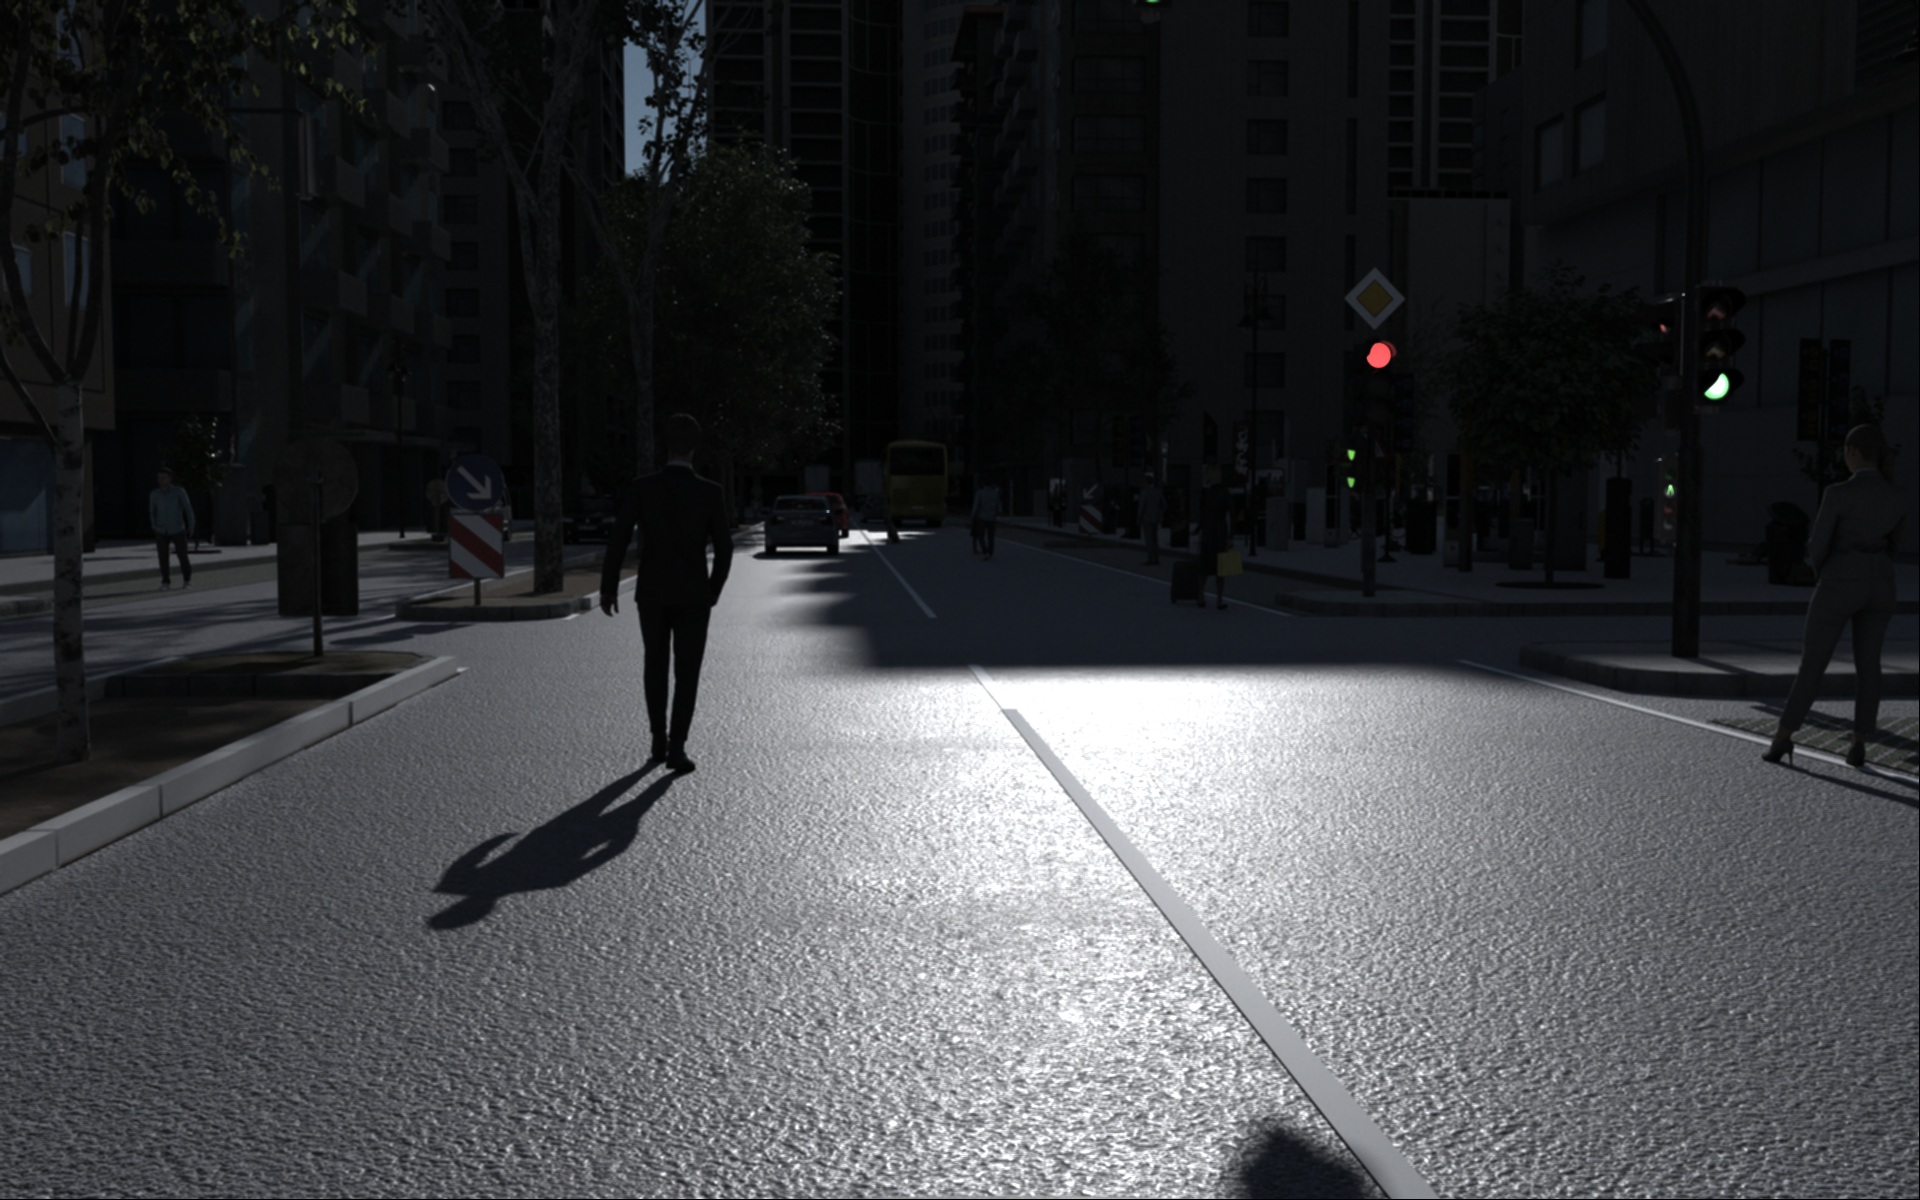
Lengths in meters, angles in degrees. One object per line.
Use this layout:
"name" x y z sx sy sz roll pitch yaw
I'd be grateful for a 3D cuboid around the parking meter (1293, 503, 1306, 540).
"parking meter" 9.406 -2.584 47.958 0.255 1.863 0.399 0 4 -6

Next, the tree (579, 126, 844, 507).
"tree" -8.594 -9.288 60.977 9.857 13.997 8.962 0 3 0

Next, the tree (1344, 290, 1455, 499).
"tree" 15.981 -6.816 61.810 4.360 8.622 3.978 0 3 0

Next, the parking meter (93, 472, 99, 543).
"parking meter" -22.681 -2.416 45.219 0.255 1.863 0.399 -1 4 -15

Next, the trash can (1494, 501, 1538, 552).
"trash can" 11.518 -1.471 35.700 0.748 1.137 0.748 0 3 0

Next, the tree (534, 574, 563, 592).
"tree" -7.290 -10.222 25.480 12.611 20.169 13.585 0 3 0

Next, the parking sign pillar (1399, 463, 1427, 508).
"parking sign pillar" 22.162 -5.886 84.705 1.447 3.967 1.447 -1 4 -11

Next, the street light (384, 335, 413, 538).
"street light" -16.331 -4.755 50.533 0.468 5.910 1.993 0 4 -4

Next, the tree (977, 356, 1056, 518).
"tree" 2.968 -8.682 92.310 4.360 8.622 3.978 0 3 0

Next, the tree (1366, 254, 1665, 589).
"tree" 8.108 -2.455 23.858 4.285 4.588 4.351 0 3 0

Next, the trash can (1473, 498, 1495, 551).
"trash can" 11.439 -1.567 37.273 0.748 1.137 0.748 0 3 0

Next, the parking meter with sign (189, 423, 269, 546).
"parking meter with sign" -18.148 -2.862 43.060 1.738 3.016 0.543 -3 5 -43

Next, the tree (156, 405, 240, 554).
"tree" -16.497 -2.631 37.620 1.663 3.219 1.824 0 3 0

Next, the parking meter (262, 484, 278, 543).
"parking meter" -18.076 -2.262 45.399 0.372 1.533 0.369 0 3 0

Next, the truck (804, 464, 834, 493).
"truck" -13.687 -10.915 167.371 2.839 4.237 11.283 0 4 -3

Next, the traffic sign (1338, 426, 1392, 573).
"traffic sign" 6.574 -1.724 28.199 0.884 2.594 0.081 0 4 -2

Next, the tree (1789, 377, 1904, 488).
"tree" 14.596 -2.045 28.032 1.663 3.219 1.824 0 3 0

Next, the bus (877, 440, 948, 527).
"bus" -2.158 -5.259 77.526 2.896 3.916 12.252 0 4 -4

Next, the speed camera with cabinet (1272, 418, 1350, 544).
"speed camera with cabinet" 9.107 -3.087 44.803 0.660 3.252 2.038 -3 5 -40

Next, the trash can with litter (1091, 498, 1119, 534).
"trash can with litter" 4.518 -2.671 55.052 1.055 1.170 0.624 0 4 1

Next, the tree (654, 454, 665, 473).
"tree" -21.564 -8.166 117.222 4.285 4.588 4.351 0 3 0

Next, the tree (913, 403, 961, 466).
"tree" -1.779 -11.601 140.031 4.360 8.622 3.978 0 3 0

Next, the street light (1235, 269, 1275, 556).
"street light" 6.068 -3.850 35.736 0.468 5.910 1.993 0 4 -4

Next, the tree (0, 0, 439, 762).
"tree" -4.782 -3.452 9.253 4.360 8.622 3.978 0 3 0

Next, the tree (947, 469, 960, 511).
"tree" -0.786 -8.371 131.468 1.663 3.219 1.824 0 3 0

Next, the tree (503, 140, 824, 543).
"tree" -7.705 -7.464 50.243 9.928 11.665 9.643 0 3 0

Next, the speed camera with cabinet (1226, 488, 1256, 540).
"speed camera with cabinet" 8.525 -3.343 48.997 2.038 3.252 0.660 0 4 3

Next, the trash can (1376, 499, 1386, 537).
"trash can" 12.453 -2.472 52.073 0.748 1.137 0.748 0 3 0

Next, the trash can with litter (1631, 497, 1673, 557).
"trash can with litter" 14.242 -1.529 36.055 1.678 1.210 2.233 0 4 -2

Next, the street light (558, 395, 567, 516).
"street light" -18.664 -6.629 81.165 0.468 5.910 1.993 0 4 -4

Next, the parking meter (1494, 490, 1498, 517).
"parking meter" 30.647 -5.532 98.856 0.372 1.533 0.369 0 3 0

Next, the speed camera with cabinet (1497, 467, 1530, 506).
"speed camera with cabinet" 17.751 -3.666 54.278 2.038 3.252 0.660 -2 4 -32

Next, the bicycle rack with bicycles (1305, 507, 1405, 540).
"bicycle rack with bicycles" 11.064 -2.223 49.735 2.925 0.926 2.852 3 4 36

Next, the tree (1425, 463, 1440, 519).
"tree" 23.592 -5.715 88.039 1.663 3.219 1.824 0 3 0

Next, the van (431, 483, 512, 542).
"van" -14.271 -2.670 50.674 2.013 2.044 4.112 0 4 -3

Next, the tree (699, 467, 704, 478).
"tree" -25.557 -10.969 163.059 4.285 4.588 4.351 0 3 0

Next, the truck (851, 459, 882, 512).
"truck" -7.500 -9.450 143.413 2.839 4.237 11.283 0 4 -5

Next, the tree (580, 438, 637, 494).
"tree" -20.385 -7.161 100.788 4.285 4.588 4.351 0 3 0

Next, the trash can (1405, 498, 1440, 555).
"trash can" 9.832 -1.542 36.860 0.748 1.137 0.748 0 3 0

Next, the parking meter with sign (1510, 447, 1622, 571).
"parking meter with sign" 10.162 -2.004 29.031 1.738 3.016 0.543 1 4 21

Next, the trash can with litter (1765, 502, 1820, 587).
"trash can with litter" 11.790 -0.794 24.369 0.624 1.170 1.055 0 4 0

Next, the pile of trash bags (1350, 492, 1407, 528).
"pile of trash bags" 15.670 -3.445 66.071 1.912 1.369 3.447 -1 4 -20

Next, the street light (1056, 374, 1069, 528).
"street light" 3.833 -5.692 65.851 0.468 5.910 1.993 0 4 -4

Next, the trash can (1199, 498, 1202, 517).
"trash can" 9.238 -3.232 64.494 0.748 1.137 0.748 0 3 0

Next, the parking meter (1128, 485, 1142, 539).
"parking meter" 4.979 -2.502 49.322 0.372 1.533 0.369 0 3 0

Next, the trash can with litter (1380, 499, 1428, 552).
"trash can with litter" 9.959 -1.666 38.627 1.055 1.170 0.624 0 4 -7

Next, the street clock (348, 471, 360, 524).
"street clock" -17.372 -2.747 49.487 0.471 2.002 0.358 2 4 27

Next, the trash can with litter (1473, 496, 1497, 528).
"trash can with litter" 20.687 -3.338 65.629 2.233 1.210 1.678 3 5 42

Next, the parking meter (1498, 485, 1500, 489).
"parking meter" 30.051 -5.525 96.044 0.399 1.863 0.255 -2 4 -23

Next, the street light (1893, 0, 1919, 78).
"street light" 7.836 -2.482 13.361 0.468 5.910 1.993 0 4 -4

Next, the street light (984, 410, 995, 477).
"street light" 1.638 -7.525 95.819 0.468 5.910 1.993 0 4 -4

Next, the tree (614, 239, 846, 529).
"tree" -9.509 -9.271 71.045 9.611 12.733 9.660 0 3 0

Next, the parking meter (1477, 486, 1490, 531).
"parking meter" 15.859 -2.694 52.455 0.372 1.533 0.369 0 3 0

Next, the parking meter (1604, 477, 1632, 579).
"parking meter" 10.016 -1.098 26.357 0.372 1.533 0.369 0 3 0

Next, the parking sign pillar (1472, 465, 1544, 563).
"parking sign pillar" 10.431 -2.706 32.718 1.447 3.967 1.447 1 4 19

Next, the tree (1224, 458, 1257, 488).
"tree" 12.054 -4.885 74.469 1.663 3.219 1.824 0 3 0

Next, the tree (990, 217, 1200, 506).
"tree" 4.521 -7.621 59.009 7.601 10.594 8.767 0 4 -4
